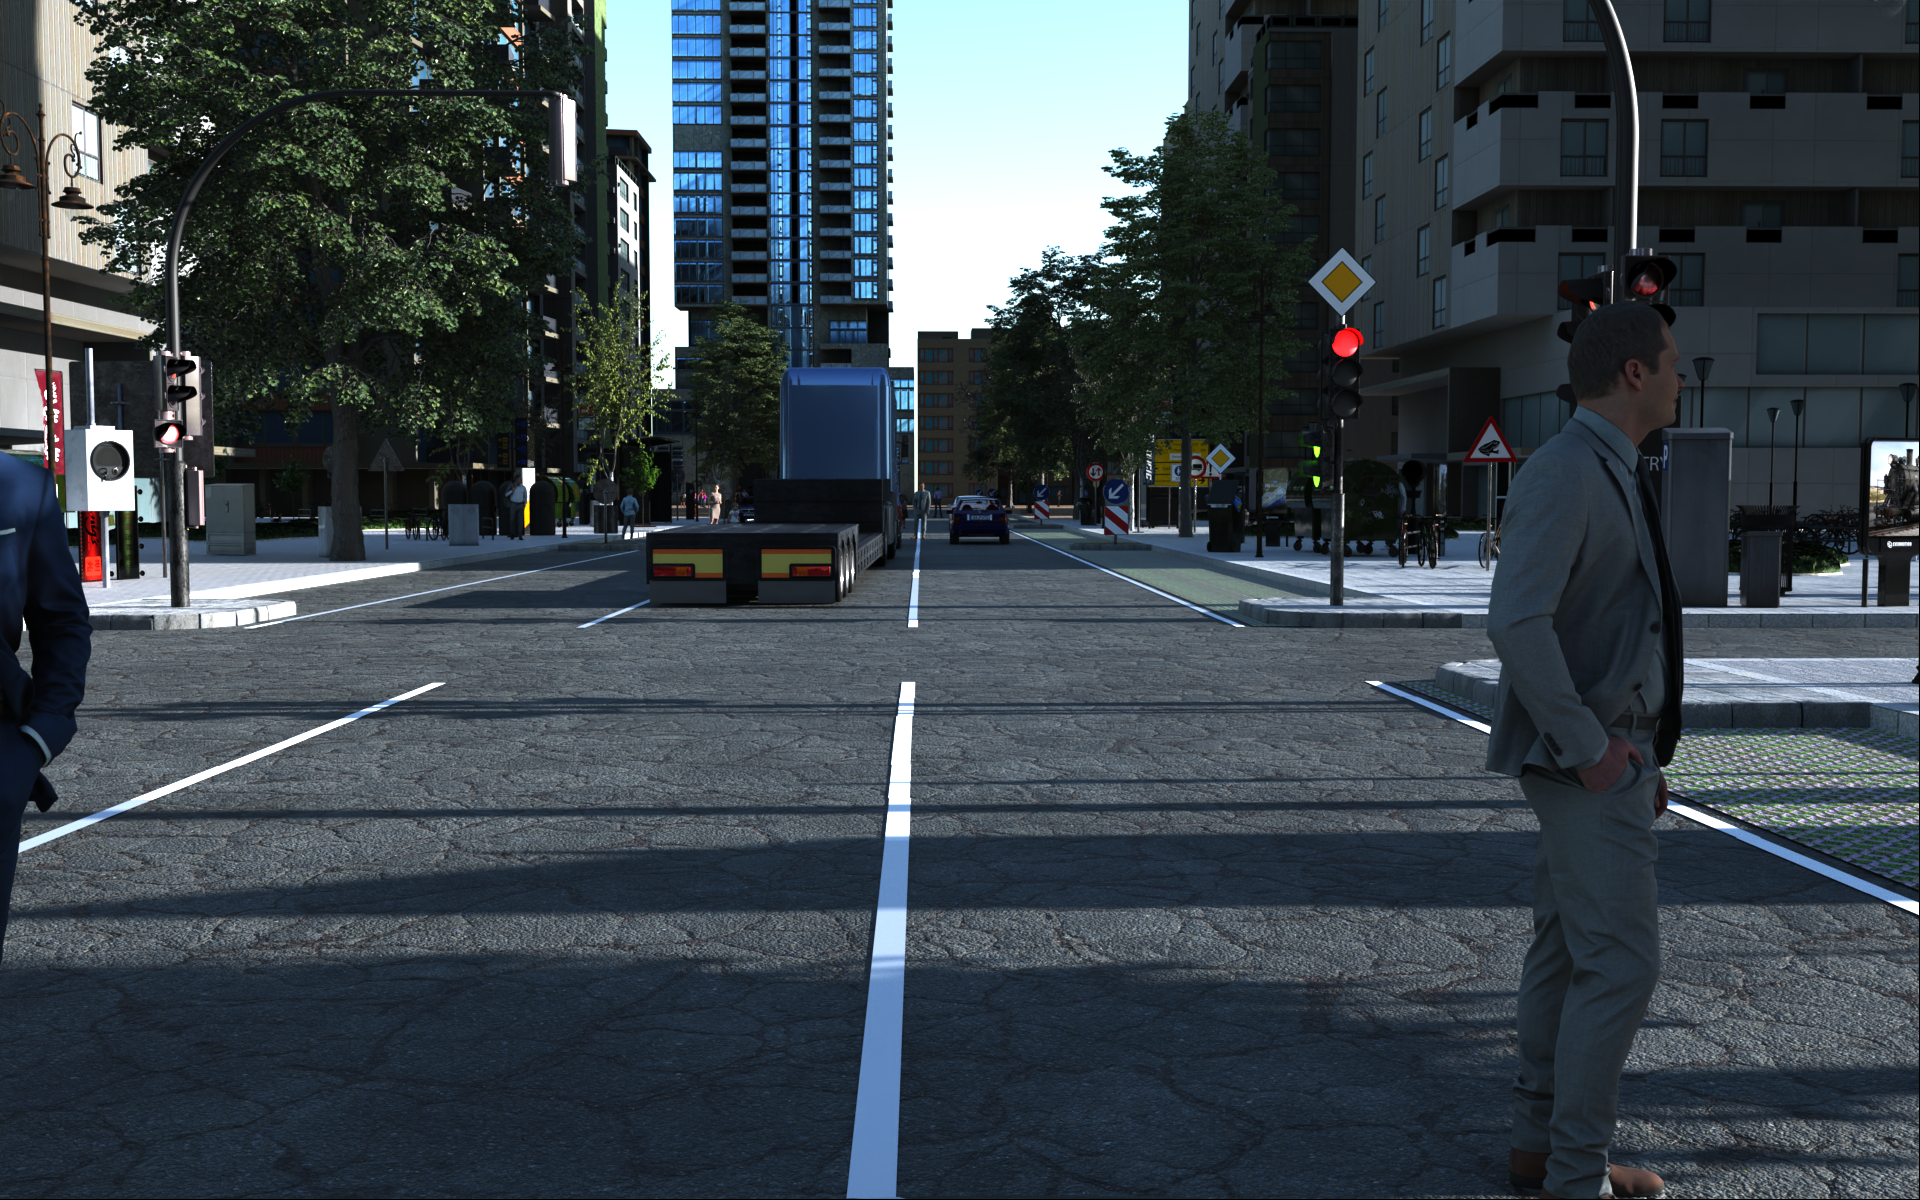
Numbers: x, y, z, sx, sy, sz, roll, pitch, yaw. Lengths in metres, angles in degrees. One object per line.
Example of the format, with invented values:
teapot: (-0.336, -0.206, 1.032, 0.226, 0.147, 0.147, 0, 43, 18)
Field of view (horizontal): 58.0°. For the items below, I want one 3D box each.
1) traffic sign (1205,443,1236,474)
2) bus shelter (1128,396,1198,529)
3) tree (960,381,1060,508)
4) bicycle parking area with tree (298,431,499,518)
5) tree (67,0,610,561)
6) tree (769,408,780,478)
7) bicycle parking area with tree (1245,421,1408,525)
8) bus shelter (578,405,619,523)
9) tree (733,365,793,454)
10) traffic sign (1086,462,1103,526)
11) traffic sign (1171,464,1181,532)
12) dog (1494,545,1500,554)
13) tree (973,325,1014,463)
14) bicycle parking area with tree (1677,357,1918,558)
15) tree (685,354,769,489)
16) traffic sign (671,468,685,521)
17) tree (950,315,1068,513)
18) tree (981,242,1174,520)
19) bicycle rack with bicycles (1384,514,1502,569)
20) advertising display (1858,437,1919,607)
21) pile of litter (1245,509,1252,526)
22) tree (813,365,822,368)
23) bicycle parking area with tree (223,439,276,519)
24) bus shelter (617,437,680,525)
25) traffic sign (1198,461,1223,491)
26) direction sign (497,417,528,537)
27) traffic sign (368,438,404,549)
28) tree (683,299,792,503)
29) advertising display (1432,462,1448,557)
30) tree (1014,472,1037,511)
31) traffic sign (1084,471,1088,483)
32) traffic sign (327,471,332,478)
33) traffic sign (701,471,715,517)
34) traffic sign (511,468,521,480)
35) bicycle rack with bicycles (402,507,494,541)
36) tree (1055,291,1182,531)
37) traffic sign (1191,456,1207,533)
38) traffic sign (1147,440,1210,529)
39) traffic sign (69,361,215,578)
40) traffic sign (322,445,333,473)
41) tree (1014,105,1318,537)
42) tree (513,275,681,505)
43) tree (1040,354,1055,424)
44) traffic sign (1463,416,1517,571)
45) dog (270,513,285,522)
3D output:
traffic sign: (6.726, -2.746, 44.633, 0.795, 2.593, 0.064, 0, 4, 5)
bus shelter: (7.685, -5.550, 68.372, 2.179, 5.291, 8.768, 0, 4, -1)
tree: (4.686, -14.770, 158.505, 9.611, 12.733, 9.660, 0, 3, 0)
bicycle parking area with tree: (-25.076, -5.525, 77.335, 8.231, 4.147, 9.016, -2, 4, -24)
tree: (-11.724, -7.732, 33.070, 9.857, 13.997, 8.962, 0, 3, 0)
tree: (-12.969, -10.243, 117.831, 4.360, 8.622, 3.978, 0, 3, 0)
bicycle parking area with tree: (14.180, -5.150, 71.211, 9.016, 4.147, 8.231, 1, 4, 21)
bus shelter: (-16.105, -6.290, 80.478, 2.179, 5.291, 8.768, 0, 4, -1)
tree: (-14.127, -13.037, 138.909, 9.928, 11.665, 9.643, 0, 3, 0)
traffic sign: (5.460, -4.253, 69.637, 0.768, 2.556, 0.104, 0, 4, 2)
traffic sign: (7.416, -3.448, 58.509, 0.606, 2.300, 0.079, 0, 4, 1)
dog: (8.432, -0.577, 26.259, 0.540, 0.507, 0.406, -1, 4, -22)
tree: (4.630, -11.177, 100.877, 7.486, 12.596, 7.792, 0, 3, 0)
bicycle parking area with tree: (16.205, -3.181, 39.012, 9.016, 4.147, 8.231, 2, 4, 30)
tree: (-12.704, -8.620, 91.300, 4.360, 8.622, 3.978, 0, 3, 0)
traffic sign: (-13.691, -5.123, 83.871, 0.768, 2.556, 0.104, 0, 4, 8)
tree: (4.508, -12.525, 115.159, 12.009, 13.543, 11.850, 0, 3, 0)
tree: (5.887, -11.018, 86.806, 9.857, 13.997, 8.962, 0, 3, 0)
bicycle rack with bicycles: (8.713, -1.051, 30.566, 2.852, 0.926, 2.925, 2, 4, 25)
advertising display: (10.675, -0.889, 19.754, 0.974, 1.923, 0.123, -1, 4, -18)
pile of litter: (9.576, -2.645, 57.214, 1.719, 0.858, 1.176, -3, 4, -38)
tree: (-14.176, -15.559, 164.763, 12.009, 13.543, 11.850, 0, 3, 0)
bicycle parking area with tree: (-40.506, -6.264, 89.416, 8.231, 4.147, 9.016, 1, 4, 15)
bus shelter: (-13.237, -5.048, 73.820, 1.731, 3.624, 6.357, 0, 4, -1)
traffic sign: (8.597, -3.639, 59.496, 0.884, 2.594, 0.081, 0, 4, 3)
direction sign: (-13.231, -3.623, 51.227, 0.876, 3.537, 0.379, -1, 4, -23)
traffic sign: (-13.316, -2.457, 40.168, 0.884, 2.594, 0.081, 0, 4, 7)
tree: (-12.805, -11.198, 101.219, 7.486, 12.596, 7.792, 0, 3, 0)
advertising display: (9.878, -1.861, 35.636, 0.123, 1.923, 0.974, 2, 4, 26)
tree: (5.103, -8.265, 129.729, 1.663, 3.219, 1.824, 0, 3, 0)
traffic sign: (6.455, -5.630, 92.164, 0.768, 2.556, 0.104, 0, 4, 3)
traffic sign: (-15.854, -2.575, 44.234, 0.606, 2.300, 0.079, 0, 4, 2)
traffic sign: (-13.748, -5.797, 94.786, 0.884, 2.594, 0.081, 0, 4, 8)
traffic sign: (-16.085, -3.894, 63.668, 0.884, 2.594, 0.081, 0, 4, 7)
bicycle rack with bicycles: (-14.204, -2.140, 48.365, 2.852, 0.926, 2.925, -1, 4, -23)
tree: (5.788, -6.734, 60.456, 4.360, 8.622, 3.978, 0, 3, 0)
traffic sign: (7.806, -3.511, 57.513, 0.768, 2.556, 0.104, 0, 4, 5)
traffic sign: (8.032, -4.272, 63.722, 2.265, 3.308, 0.079, 1, 4, 8)
traffic sign: (-12.527, -1.997, 26.527, 2.265, 3.308, 0.079, 0, 4, 5)
traffic sign: (-15.870, -2.690, 44.089, 0.768, 2.556, 0.104, 0, 4, 4)
tree: (7.054, -8.123, 50.940, 7.486, 12.596, 7.792, 0, 3, 0)
tree: (-11.839, -6.653, 59.146, 4.737, 8.622, 4.395, 0, 3, 0)
tree: (5.745, -7.832, 78.415, 4.360, 8.622, 3.978, 0, 3, 0)
traffic sign: (8.824, -1.766, 28.879, 0.884, 2.594, 0.081, 0, 4, 5)
dog: (-31.158, -3.750, 79.054, 0.748, 0.427, 0.550, 3, 5, 44)
